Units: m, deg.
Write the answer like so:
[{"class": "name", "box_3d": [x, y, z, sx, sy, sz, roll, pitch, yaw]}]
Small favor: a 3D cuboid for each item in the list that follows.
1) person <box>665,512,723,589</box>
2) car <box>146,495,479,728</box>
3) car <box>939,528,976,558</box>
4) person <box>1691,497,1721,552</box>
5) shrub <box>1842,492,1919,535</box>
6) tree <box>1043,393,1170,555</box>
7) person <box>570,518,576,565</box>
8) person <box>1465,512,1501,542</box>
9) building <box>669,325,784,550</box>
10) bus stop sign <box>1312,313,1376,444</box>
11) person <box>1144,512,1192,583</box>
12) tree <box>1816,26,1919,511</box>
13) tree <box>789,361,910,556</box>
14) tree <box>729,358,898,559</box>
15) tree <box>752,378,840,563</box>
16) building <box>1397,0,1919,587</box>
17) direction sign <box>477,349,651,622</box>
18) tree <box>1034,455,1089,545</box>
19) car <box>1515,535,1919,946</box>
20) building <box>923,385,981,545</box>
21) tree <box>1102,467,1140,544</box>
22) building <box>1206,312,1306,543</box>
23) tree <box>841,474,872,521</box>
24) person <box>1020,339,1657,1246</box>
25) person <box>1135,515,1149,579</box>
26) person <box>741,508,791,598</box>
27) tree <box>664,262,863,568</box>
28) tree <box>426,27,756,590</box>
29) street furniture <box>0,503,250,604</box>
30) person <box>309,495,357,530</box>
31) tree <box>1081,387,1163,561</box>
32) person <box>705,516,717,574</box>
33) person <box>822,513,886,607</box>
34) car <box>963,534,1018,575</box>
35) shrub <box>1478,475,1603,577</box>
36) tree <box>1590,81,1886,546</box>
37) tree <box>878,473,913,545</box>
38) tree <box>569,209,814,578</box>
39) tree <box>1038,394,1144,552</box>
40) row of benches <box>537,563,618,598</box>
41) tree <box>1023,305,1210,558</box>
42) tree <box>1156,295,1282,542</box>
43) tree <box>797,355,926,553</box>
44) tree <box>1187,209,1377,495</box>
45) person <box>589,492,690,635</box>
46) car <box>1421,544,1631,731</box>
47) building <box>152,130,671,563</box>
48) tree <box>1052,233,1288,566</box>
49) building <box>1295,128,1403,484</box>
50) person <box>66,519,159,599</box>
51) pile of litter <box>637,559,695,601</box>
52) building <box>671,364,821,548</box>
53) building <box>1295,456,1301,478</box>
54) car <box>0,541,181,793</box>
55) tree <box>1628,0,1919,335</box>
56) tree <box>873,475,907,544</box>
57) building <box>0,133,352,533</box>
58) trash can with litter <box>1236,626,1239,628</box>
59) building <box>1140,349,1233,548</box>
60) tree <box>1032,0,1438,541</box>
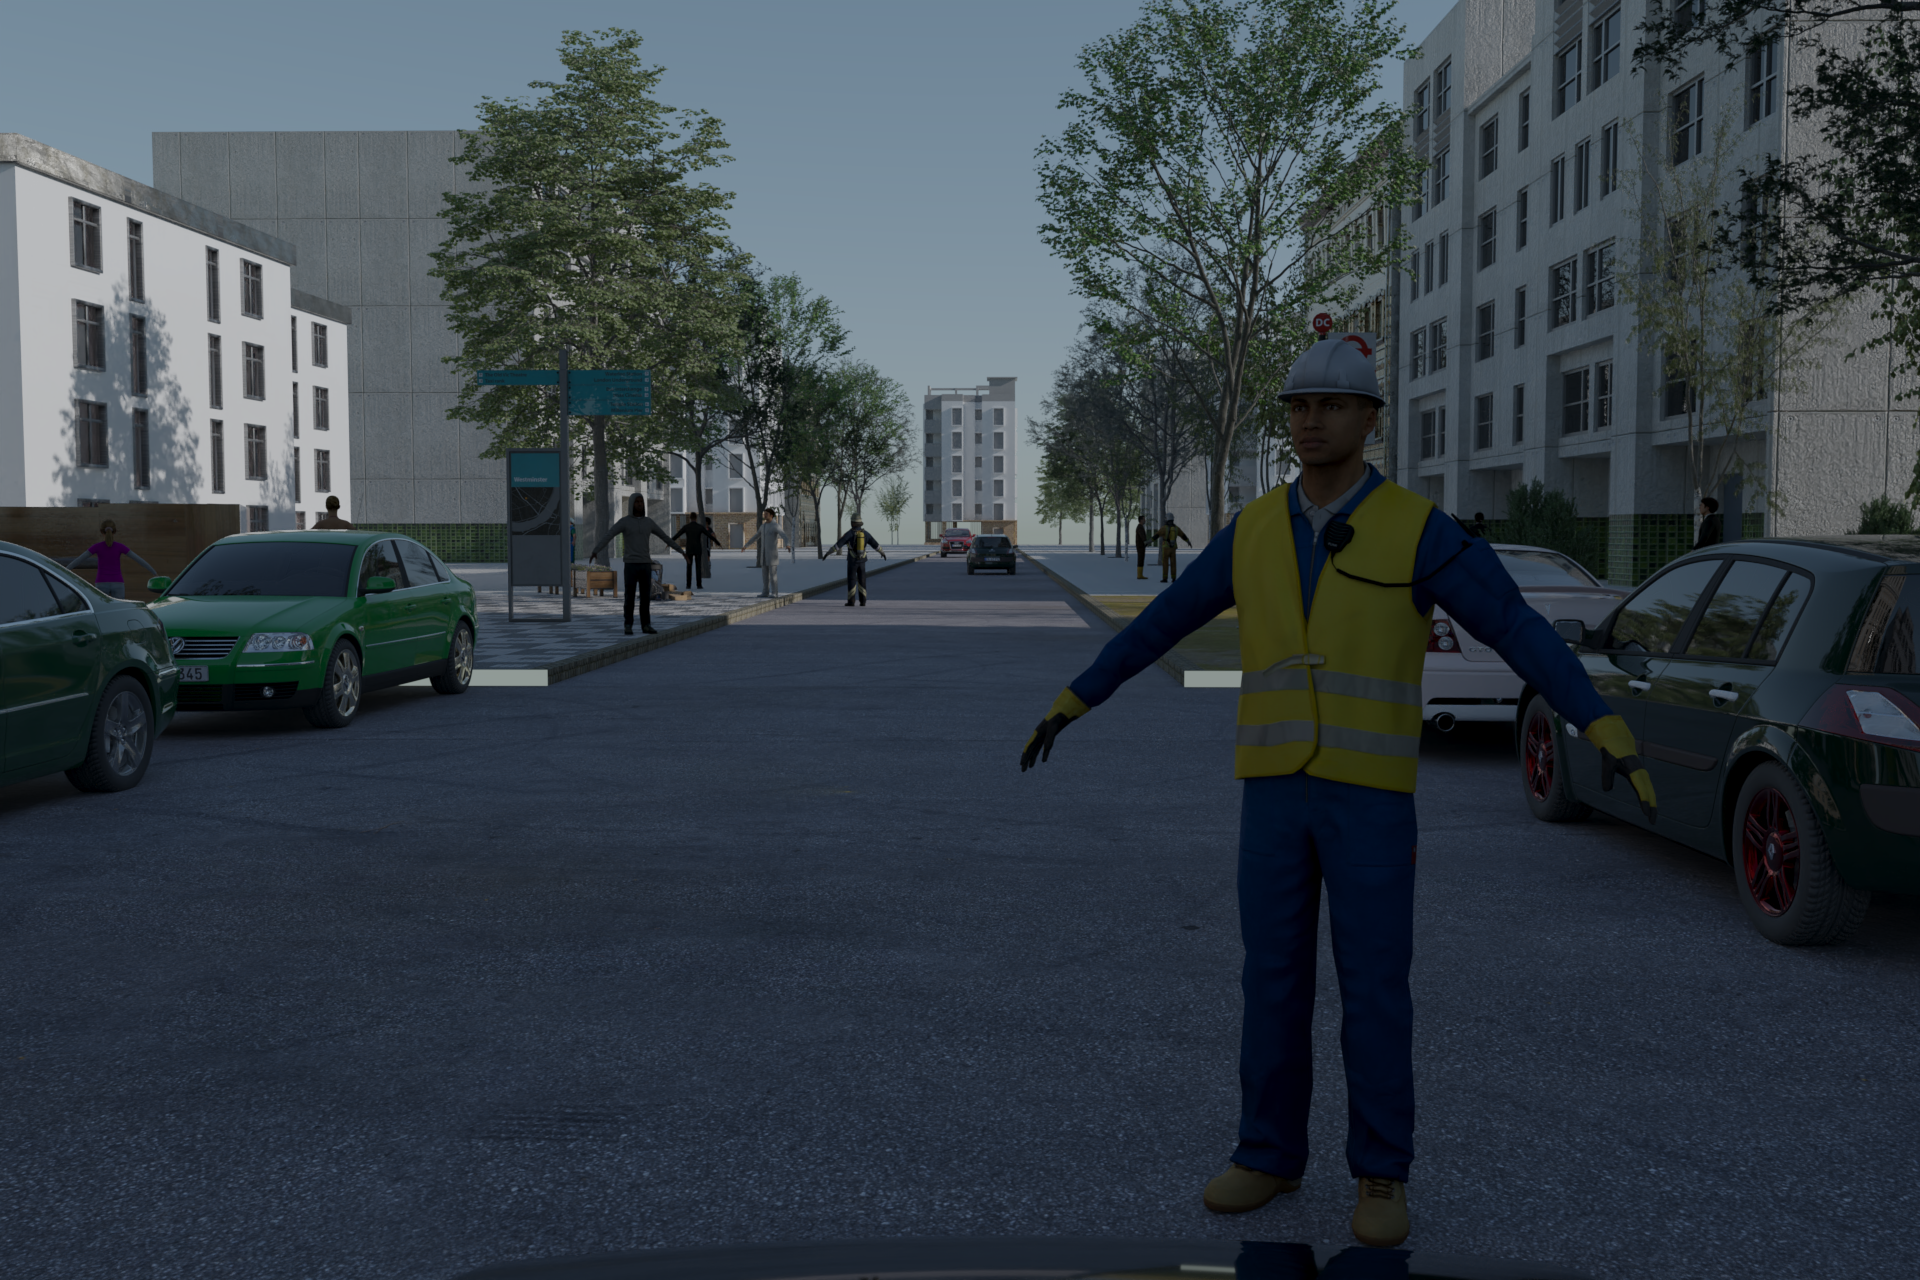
[{"class": "person", "box_3d": [-6.230, -2.099, 40.546, 1.346, 1.802, 0.704, 0, 4, -4]}, {"class": "car", "box_3d": [-5.371, -0.331, 14.201, 1.959, 1.807, 4.718, 0, 4, 2]}, {"class": "car", "box_3d": [-0.141, -5.998, 106.748, 2.281, 1.827, 5.304, 0, 4, 1]}, {"class": "person", "box_3d": [10.668, -1.137, 24.784, 0.705, 1.806, 1.347, 2, 4, 34]}, {"class": "shrub", "box_3d": [17.440, -1.753, 32.704, 1.661, 2.075, 1.752, 0, 3, 0]}, {"class": "tree", "box_3d": [8.785, -10.437, 105.053, 8.767, 10.594, 7.601, 1, 4, 17]}, {"class": "person", "box_3d": [-12.637, -3.051, 56.009, 0.704, 1.817, 1.347, -2, 4, -32]}, {"class": "person", "box_3d": [10.863, -1.812, 36.346, 1.216, 1.740, 0.721, 0, 4, 8]}, {"class": "building", "box_3d": [-21.345, -17.641, 144.848, 16.016, 20.090, 11.380, 0, 4, 2]}, {"class": "bus stop sign", "box_3d": [4.587, -1.974, 20.975, 0.855, 3.939, 0.416, 0, 4, 1]}, {"class": "person", "box_3d": [5.524, -2.446, 45.756, 1.354, 1.858, 0.705, -1, 4, -14]}, {"class": "tree", "box_3d": [13.524, -4.462, 23.324, 4.737, 8.622, 4.395, 0, 3, 0]}, {"class": "tree", "box_3d": [-7.009, -10.826, 102.757, 9.928, 11.665, 9.643, 0, 3, 0]}, {"class": "tree", "box_3d": [-7.280, -9.450, 88.926, 8.767, 10.594, 7.601, -2, 4, -24]}, {"class": "tree", "box_3d": [-7.335, -7.687, 76.038, 4.737, 8.622, 4.395, 0, 3, 0]}, {"class": "building", "box_3d": [24.748, -11.201, 49.589, 16.747, 18.905, 31.486, 0, 4, 1]}, {"class": "direction sign", "box_3d": [-5.722, -2.261, 25.733, 2.525, 3.948, 1.411, 0, 4, 2]}, {"class": "tree", "box_3d": [12.611, -17.887, 210.576, 7.486, 12.596, 7.792, 0, 3, 0]}, {"class": "car", "box_3d": [3.705, 0.146, 7.402, 2.009, 1.686, 4.222, 0, 4, 1]}, {"class": "building", "box_3d": [-4.181, -21.672, 213.221, 11.380, 20.090, 16.016, 0, 4, 7]}, {"class": "tree", "box_3d": [21.145, -18.062, 213.447, 7.486, 12.596, 7.792, 0, 3, 0]}, {"class": "building", "box_3d": [26.355, -17.850, 148.275, 16.016, 20.090, 11.380, 0, 4, 1]}, {"class": "tree", "box_3d": [-12.223, -15.731, 207.558, 4.360, 8.622, 3.978, 0, 3, 0]}, {"class": "person", "box_3d": [0.758, 0.294, 3.625, 1.349, 1.833, 0.705, 2, 4, 32]}, {"class": "person", "box_3d": [5.171, -2.630, 49.132, 0.704, 1.812, 1.346, 0, 4, -1]}, {"class": "person", "box_3d": [-3.879, -1.765, 35.045, 1.347, 1.806, 0.705, 3, 4, 38]}, {"class": "tree", "box_3d": [-7.541, -8.560, 65.704, 9.928, 11.665, 9.643, 0, 3, 0]}, {"class": "tree", "box_3d": [-8.271, -7.399, 39.107, 7.486, 12.596, 7.792, 0, 3, 0]}, {"class": "street furniture", "box_3d": [-12.776, -1.313, 28.325, 9.812, 1.723, 11.010, -1, 4, -21]}, {"class": "person", "box_3d": [-7.365, -0.827, 20.329, 1.217, 1.733, 0.721, -2, 4, -30]}, {"class": "tree", "box_3d": [7.889, -8.005, 81.242, 4.360, 8.622, 3.978, 0, 3, 0]}, {"class": "person", "box_3d": [-7.922, -2.919, 53.869, 0.704, 1.843, 1.345, -3, 5, -45]}, {"class": "person", "box_3d": [-2.061, -1.596, 34.330, 1.354, 1.856, 0.705, -2, 4, -25]}, {"class": "car", "box_3d": [1.108, -3.202, 62.147, 2.009, 1.686, 4.222, 0, 4, 0]}, {"class": "shrub", "box_3d": [7.285, -1.071, 21.929, 1.690, 2.028, 1.600, 0, 3, 0]}, {"class": "tree", "box_3d": [12.301, -4.814, 29.069, 4.360, 8.622, 3.978, 0, 3, 0]}, {"class": "tree", "box_3d": [-7.687, -15.727, 207.501, 4.737, 8.622, 4.395, 0, 3, 0]}, {"class": "tree", "box_3d": [-7.734, -7.075, 50.094, 7.601, 10.594, 8.767, 0, 4, -1]}, {"class": "tree", "box_3d": [9.284, -12.451, 121.706, 7.486, 12.596, 7.792, 0, 3, 0]}, {"class": "row of benches", "box_3d": [-8.108, -1.283, 36.438, 1.422, 0.672, 4.104, -2, 4, -27]}, {"class": "tree", "box_3d": [8.559, -11.178, 93.138, 12.009, 13.543, 11.850, 0, 3, 0]}, {"class": "tree", "box_3d": [7.708, -6.343, 54.071, 4.360, 8.622, 3.978, 0, 3, 0]}, {"class": "tree", "box_3d": [-6.943, -12.690, 117.844, 12.009, 13.543, 11.850, 0, 3, 0]}, {"class": "tree", "box_3d": [7.400, -5.486, 40.055, 4.737, 8.622, 4.395, 0, 3, 0]}, {"class": "person", "box_3d": [-4.118, -0.981, 22.165, 1.348, 1.813, 0.705, -2, 4, -31]}, {"class": "car", "box_3d": [3.559, -0.029, 12.837, 2.083, 1.381, 4.827, 0, 4, 0]}, {"class": "building", "box_3d": [-26.747, -13.799, 92.071, 16.747, 18.905, 31.486, 0, 4, 1]}, {"class": "tree", "box_3d": [8.332, -9.767, 70.059, 12.009, 13.543, 11.850, 0, 3, 0]}, {"class": "building", "box_3d": [25.714, -14.906, 74.634, 19.493, 23.208, 18.063, 0, 4, 1]}, {"class": "person", "box_3d": [-8.832, -0.533, 17.984, 0.991, 1.433, 0.599, -2, 4, -30]}, {"class": "pile of litter", "box_3d": [-5.806, -1.227, 34.033, 1.176, 0.858, 1.719, 0, 4, 0]}, {"class": "building", "box_3d": [-24.050, -20.816, 171.277, 19.493, 23.208, 18.063, 0, 4, 1]}, {"class": "building", "box_3d": [25.949, -9.562, 98.493, 9.099, 9.664, 28.070, 0, 4, 1]}, {"class": "car", "box_3d": [-5.587, 0.212, 8.335, 2.131, 1.459, 4.920, 0, 4, 1]}, {"class": "tree", "box_3d": [9.922, -4.904, 14.596, 8.767, 10.594, 7.601, -1, 4, -14]}, {"class": "tree", "box_3d": [-8.144, -16.088, 213.402, 4.360, 8.622, 3.978, 0, 3, 0]}, {"class": "building", "box_3d": [-23.805, -6.632, 50.573, 9.099, 9.664, 28.070, 0, 4, 2]}, {"class": "trash can with litter", "box_3d": [4.599, -0.712, 22.695, 1.678, 1.210, 2.233, 0, 4, 0]}, {"class": "building", "box_3d": [27.720, -18.796, 173.764, 16.747, 18.905, 31.486, 0, 4, 2]}, {"class": "tree", "box_3d": [4.909, -6.486, 31.806, 9.928, 11.665, 9.643, 0, 3, 0]}]
